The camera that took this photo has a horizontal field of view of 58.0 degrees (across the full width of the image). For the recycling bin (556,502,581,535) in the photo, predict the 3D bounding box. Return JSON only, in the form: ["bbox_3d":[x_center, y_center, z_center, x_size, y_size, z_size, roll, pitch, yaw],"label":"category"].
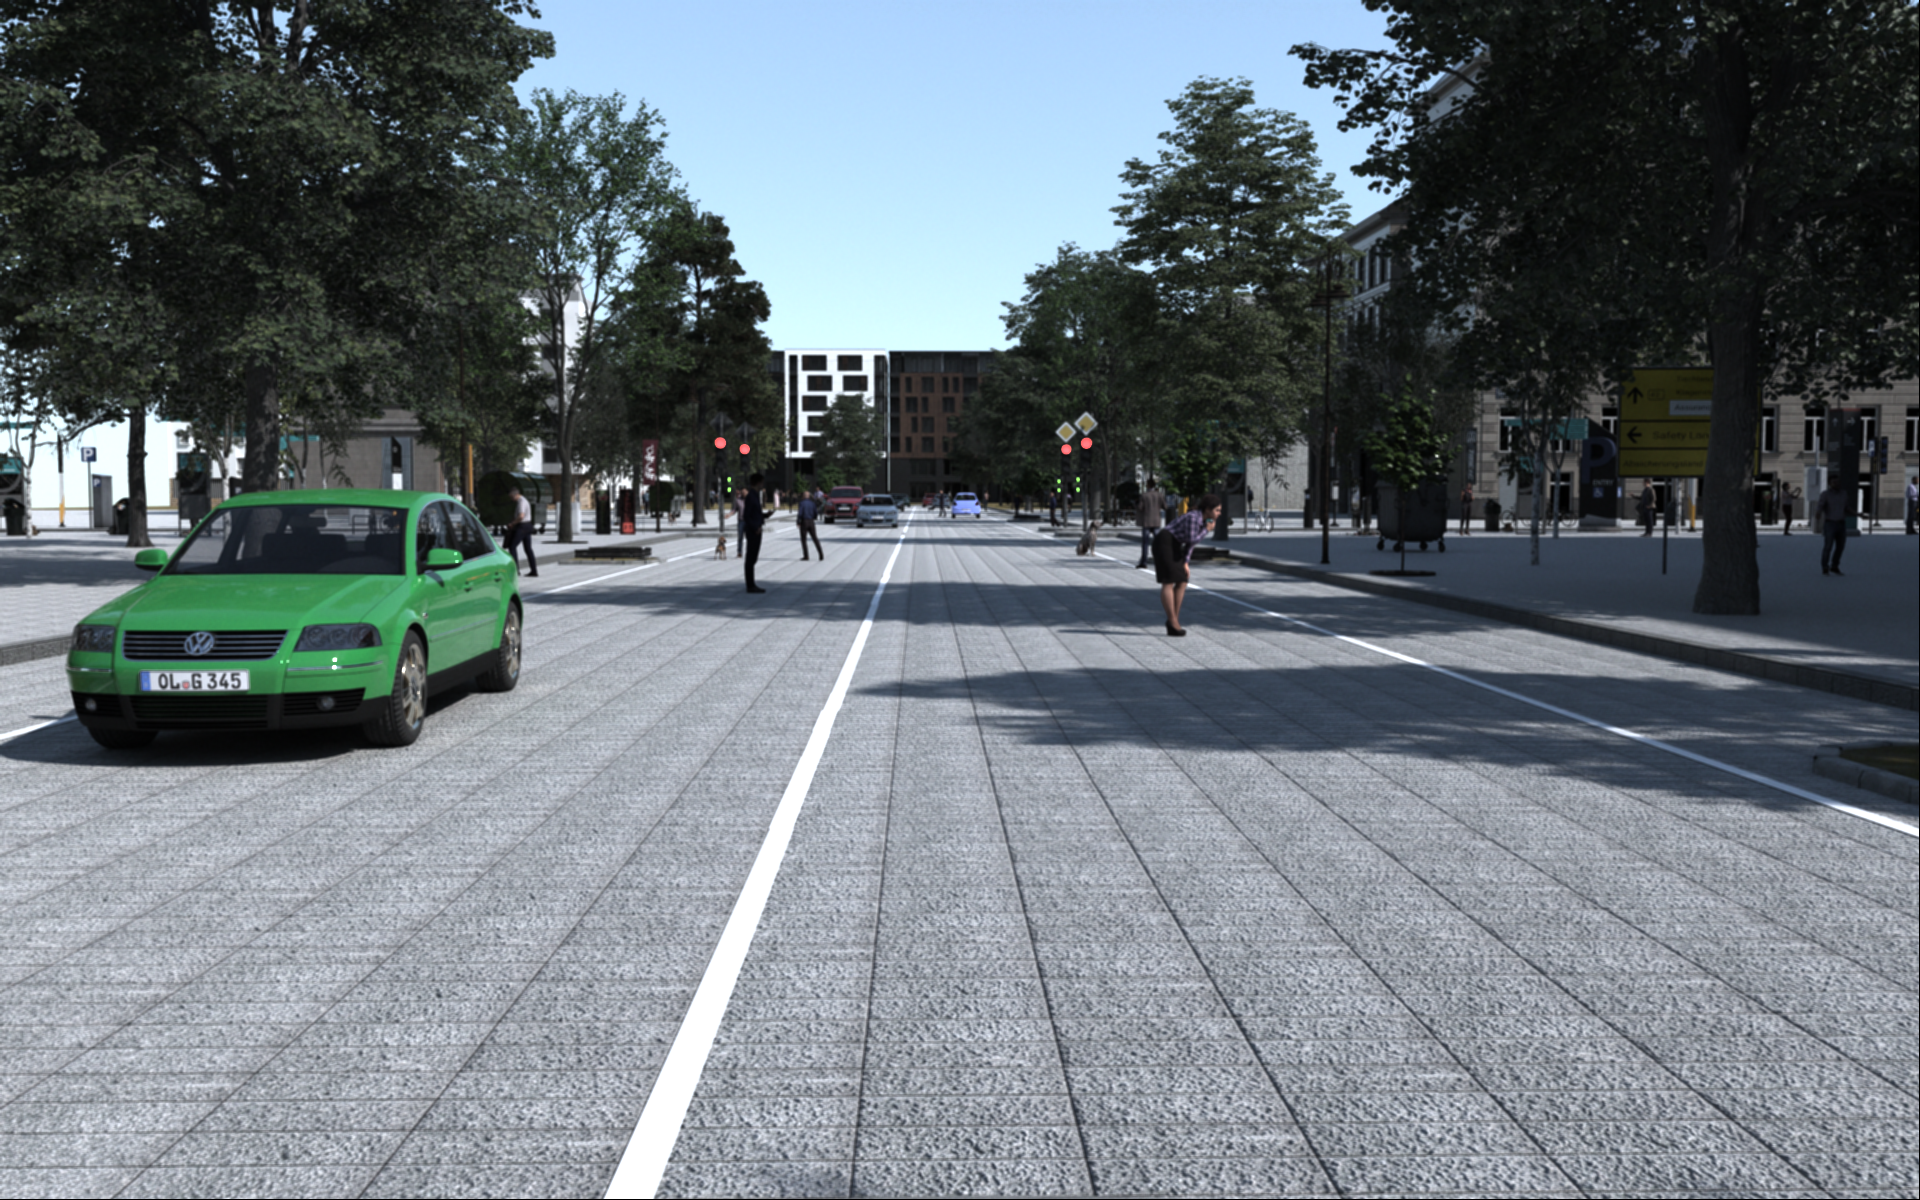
[{"bbox_3d":[-12.338,-2.572,54.600,0.722,1.027,0.722,0,4,-7],"label":"recycling bin"}]

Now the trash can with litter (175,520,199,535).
[{"bbox_3d":[-24.354,-2.728,55.665,1.678,1.210,2.233,0,4,-4],"label":"trash can with litter"}]

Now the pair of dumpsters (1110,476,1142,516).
[{"bbox_3d":[9.320,-5.857,98.253,1.574,2.255,4.436,0,4,-1],"label":"pair of dumpsters"}]

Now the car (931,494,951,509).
[{"bbox_3d":[-1.833,-9.585,168.712,2.014,1.417,4.499,0,4,-1],"label":"car"}]

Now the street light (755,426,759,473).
[{"bbox_3d":[-10.687,-7.241,91.186,0.468,5.910,1.993,0,4,-1],"label":"street light"}]

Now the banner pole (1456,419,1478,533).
[{"bbox_3d":[16.875,-4.133,57.597,0.401,3.779,0.863,-2,4,-29],"label":"banner pole"}]

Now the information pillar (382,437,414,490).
[{"bbox_3d":[-23.296,-4.923,71.802,1.656,3.620,0.184,2,4,29],"label":"information pillar"}]

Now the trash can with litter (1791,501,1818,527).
[{"bbox_3d":[32.839,-3.435,67.226,2.233,1.210,1.678,-3,5,-40],"label":"trash can with litter"}]

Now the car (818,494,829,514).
[{"bbox_3d":[-9.430,-7.109,128.028,2.131,1.459,4.920,0,4,0],"label":"car"}]

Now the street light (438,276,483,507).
[{"bbox_3d":[-9.486,-3.684,33.026,0.468,5.910,1.993,0,4,-1],"label":"street light"}]

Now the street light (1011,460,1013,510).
[{"bbox_3d":[4.258,-10.289,141.019,0.468,5.910,1.993,0,4,-1],"label":"street light"}]

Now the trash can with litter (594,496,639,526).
[{"bbox_3d":[-13.811,-3.617,70.194,1.678,1.210,2.233,-2,4,-25],"label":"trash can with litter"}]

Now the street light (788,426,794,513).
[{"bbox_3d":[-11.328,-8.738,115.657,0.468,5.910,1.993,0,4,-1],"label":"street light"}]

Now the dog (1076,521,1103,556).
[{"bbox_3d":[2.941,-1.440,40.378,0.513,0.831,0.800,-1,4,-19],"label":"dog"}]

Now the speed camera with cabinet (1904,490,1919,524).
[{"bbox_3d":[40.937,-4.804,72.887,2.038,3.252,0.660,2,4,30],"label":"speed camera with cabinet"}]

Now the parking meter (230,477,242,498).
[{"bbox_3d":[-24.355,-3.221,58.382,0.255,1.863,0.399,3,5,45],"label":"parking meter"}]

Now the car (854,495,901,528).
[{"bbox_3d":[-3.551,-3.822,74.489,2.014,1.417,4.499,0,4,-2],"label":"car"}]

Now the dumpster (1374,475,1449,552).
[{"bbox_3d":[10.119,-2.019,38.767,1.264,1.857,1.865,0,4,-1],"label":"dumpster"}]

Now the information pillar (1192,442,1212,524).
[{"bbox_3d":[9.239,-4.698,66.186,0.750,3.857,0.750,0,4,-5],"label":"information pillar"}]

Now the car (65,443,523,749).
[{"bbox_3d":[-4.055,-0.147,11.193,1.959,1.807,4.718,0,4,-3],"label":"car"}]

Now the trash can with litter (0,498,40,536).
[{"bbox_3d":[-29.027,-2.574,53.466,0.624,1.170,1.055,1,4,20],"label":"trash can with litter"}]

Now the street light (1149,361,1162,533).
[{"bbox_3d":[6.299,-5.136,56.758,0.468,5.910,1.993,0,4,-1],"label":"street light"}]

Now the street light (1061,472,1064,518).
[{"bbox_3d":[5.469,-7.305,92.232,0.468,5.910,1.993,0,4,-1],"label":"street light"}]

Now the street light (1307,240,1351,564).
[{"bbox_3d":[6.748,-3.611,31.822,0.468,5.910,1.993,0,4,-1],"label":"street light"}]

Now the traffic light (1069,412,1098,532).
[{"bbox_3d":[4.203,-4.218,58.217,0.839,4.213,0.868,0,4,-1],"label":"traffic light"}]

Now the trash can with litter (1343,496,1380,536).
[{"bbox_3d":[12.510,-2.624,53.967,1.678,1.210,2.233,1,4,23],"label":"trash can with litter"}]

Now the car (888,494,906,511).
[{"bbox_3d":[-5.527,-8.257,144.791,2.009,1.686,4.222,0,4,-2],"label":"car"}]

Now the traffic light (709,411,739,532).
[{"bbox_3d":[-7.955,-4.201,57.924,0.839,4.213,0.868,0,4,-1],"label":"traffic light"}]

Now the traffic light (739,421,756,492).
[{"bbox_3d":[-8.138,-4.689,65.907,0.839,4.213,0.868,0,4,-1],"label":"traffic light"}]

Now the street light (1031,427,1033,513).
[{"bbox_3d":[4.859,-8.797,116.626,0.468,5.910,1.993,0,4,-1],"label":"street light"}]

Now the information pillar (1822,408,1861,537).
[{"bbox_3d":[26.761,-3.859,52.480,0.750,3.857,0.750,-1,4,-10],"label":"information pillar"}]

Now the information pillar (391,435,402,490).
[{"bbox_3d":[-22.568,-4.772,69.373,0.183,3.616,0.504,2,4,29],"label":"information pillar"}]

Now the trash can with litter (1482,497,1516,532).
[{"bbox_3d":[18.393,-2.917,59.073,1.055,1.170,0.624,0,4,4],"label":"trash can with litter"}]

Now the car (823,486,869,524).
[{"bbox_3d":[-5.524,-4.643,84.588,2.281,1.827,5.304,0,4,-1],"label":"car"}]

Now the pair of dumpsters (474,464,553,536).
[{"bbox_3d":[-13.841,-3.134,53.738,1.574,2.255,4.436,0,4,-1],"label":"pair of dumpsters"}]

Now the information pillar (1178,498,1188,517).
[{"bbox_3d":[8.628,-4.628,67.027,0.504,3.616,0.183,-3,4,-36],"label":"information pillar"}]

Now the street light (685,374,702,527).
[{"bbox_3d":[-10.264,-5.749,66.788,0.468,5.910,1.993,0,4,-1],"label":"street light"}]

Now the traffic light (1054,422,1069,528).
[{"bbox_3d":[4.020,-4.707,66.200,0.839,4.213,0.868,0,4,-1],"label":"traffic light"}]

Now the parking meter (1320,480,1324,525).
[{"bbox_3d":[15.156,-4.067,72.200,0.255,1.863,0.399,1,4,22],"label":"parking meter"}]

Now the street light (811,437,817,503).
[{"bbox_3d":[-11.827,-10.230,140.052,0.468,5.910,1.993,0,4,-1],"label":"street light"}]

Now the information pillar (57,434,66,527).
[{"bbox_3d":[-35.093,-4.665,67.620,0.183,3.616,0.504,-1,4,-16],"label":"information pillar"}]

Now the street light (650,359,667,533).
[{"bbox_3d":[-10.036,-5.176,57.420,0.468,5.910,1.993,0,4,-1],"label":"street light"}]

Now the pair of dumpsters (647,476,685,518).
[{"bbox_3d":[-15.893,-5.563,93.447,1.574,2.255,4.436,0,4,-1],"label":"pair of dumpsters"}]

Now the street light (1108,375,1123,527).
[{"bbox_3d":[6.042,-5.789,67.434,0.468,5.910,1.993,0,4,-1],"label":"street light"}]

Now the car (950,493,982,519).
[{"bbox_3d":[0.343,-5.696,102.717,1.945,1.707,3.694,0,4,0],"label":"car"}]

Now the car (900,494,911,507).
[{"bbox_3d":[-6.352,-10.814,188.608,2.131,1.459,4.920,0,4,-2],"label":"car"}]

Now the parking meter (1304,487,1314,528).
[{"bbox_3d":[13.207,-3.497,65.580,0.372,1.533,0.369,0,3,0],"label":"parking meter"}]

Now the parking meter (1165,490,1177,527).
[{"bbox_3d":[7.061,-3.033,58.006,0.372,1.533,0.369,0,3,0],"label":"parking meter"}]

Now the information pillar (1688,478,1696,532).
[{"bbox_3d":[24.756,-4.108,58.527,0.183,3.616,0.504,0,4,6],"label":"information pillar"}]

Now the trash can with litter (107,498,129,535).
[{"bbox_3d":[-26.407,-2.628,54.363,1.055,1.170,0.624,2,4,31],"label":"trash can with litter"}]

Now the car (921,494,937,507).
[{"bbox_3d":[-3.164,-10.880,186.928,2.155,1.783,4.494,0,4,-3],"label":"car"}]
